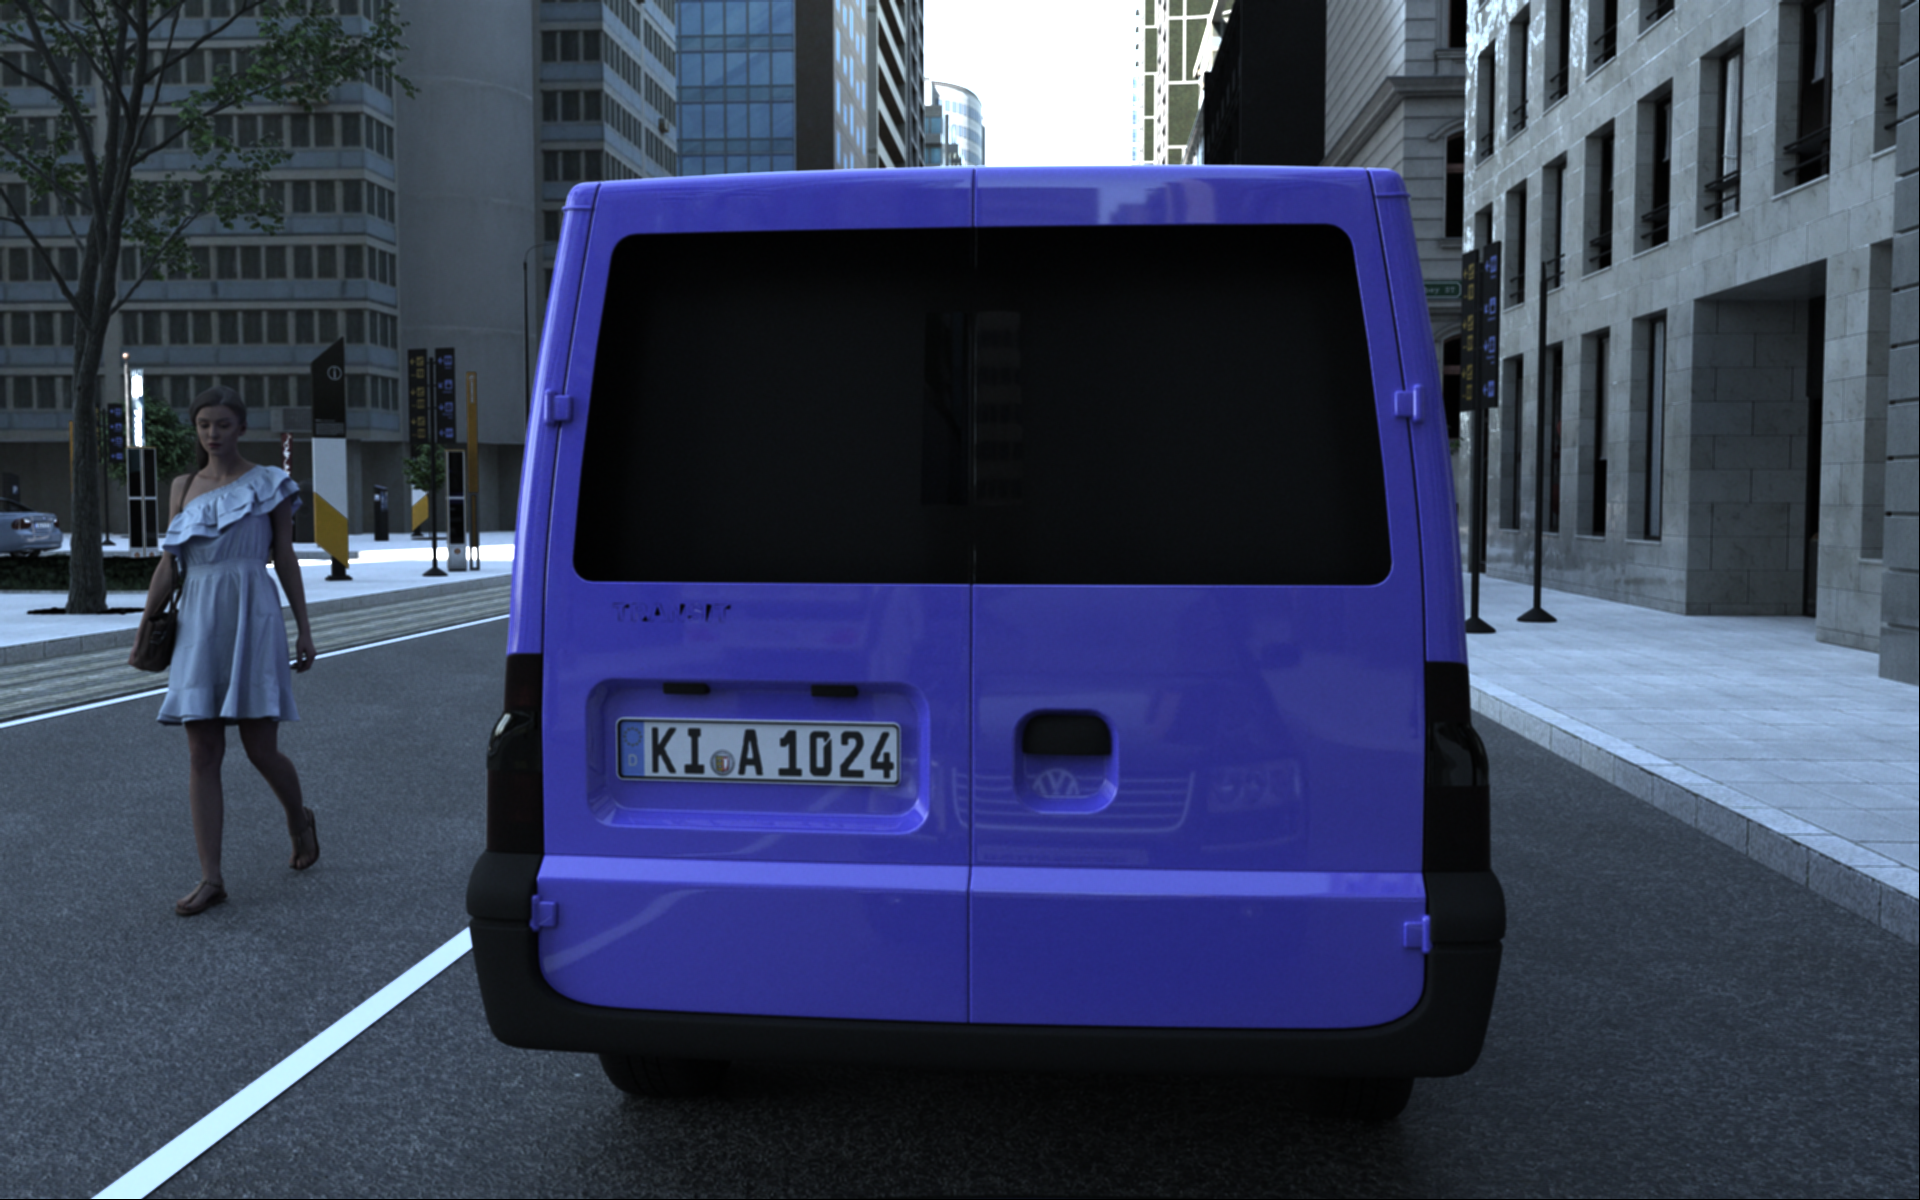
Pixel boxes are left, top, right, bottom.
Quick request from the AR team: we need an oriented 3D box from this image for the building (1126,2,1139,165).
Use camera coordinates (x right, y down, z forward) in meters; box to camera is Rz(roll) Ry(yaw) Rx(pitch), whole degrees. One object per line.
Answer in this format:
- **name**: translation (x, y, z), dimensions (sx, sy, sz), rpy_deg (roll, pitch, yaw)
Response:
- **building**: translation (33.417, -57.638, 255.046), dimensions (22.319, 86.520, 31.000), rpy_deg (0, 4, 4)

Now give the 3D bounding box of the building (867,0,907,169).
- **building**: translation (-15.445, -30.697, 125.599), dimensions (21.300, 48.544, 21.600), rpy_deg (0, 4, 4)

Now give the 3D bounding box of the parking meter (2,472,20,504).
- **parking meter**: translation (-25.539, -2.504, 46.647), dimensions (0.255, 1.863, 0.399), rpy_deg (1, 4, 8)

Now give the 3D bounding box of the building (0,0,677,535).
- **building**: translation (-24.063, -22.805, 64.743), dimensions (32.217, 40.220, 23.993), rpy_deg (0, 4, 4)

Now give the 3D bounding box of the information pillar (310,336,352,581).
- **information pillar**: translation (-9.312, -2.096, 25.621), dimensions (0.504, 3.616, 0.183), rpy_deg (-3, 4, -38)

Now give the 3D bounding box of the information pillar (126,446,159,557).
- **information pillar**: translation (-12.674, -1.368, 26.865), dimensions (0.304, 2.012, 0.304), rpy_deg (1, 4, 17)

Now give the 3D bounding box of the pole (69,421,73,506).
- **pole**: translation (-24.705, -3.330, 48.297), dimensions (0.158, 3.312, 0.155), rpy_deg (0, 3, 0)

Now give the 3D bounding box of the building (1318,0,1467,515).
- **building**: translation (21.616, -15.760, 45.064), dimensions (23.554, 28.519, 14.401), rpy_deg (0, 4, 4)

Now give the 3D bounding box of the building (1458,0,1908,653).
- **building**: translation (12.992, -10.090, 19.729), dimensions (10.420, 20.320, 16.860), rpy_deg (0, 4, 4)

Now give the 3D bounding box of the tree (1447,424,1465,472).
- **tree**: translation (6.402, -1.855, 24.925), dimensions (1.663, 3.219, 1.824), rpy_deg (0, 3, 0)

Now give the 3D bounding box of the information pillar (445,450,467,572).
- **information pillar**: translation (-8.367, -1.484, 28.752), dimensions (0.304, 2.012, 0.304), rpy_deg (-1, 4, -20)

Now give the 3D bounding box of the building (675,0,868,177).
- **building**: translation (-12.598, -27.014, 91.790), dimensions (14.600, 45.320, 14.200), rpy_deg (0, 4, 4)

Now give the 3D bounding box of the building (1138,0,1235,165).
- **building**: translation (30.458, -47.519, 215.179), dimensions (20.563, 71.187, 20.611), rpy_deg (0, 4, 4)

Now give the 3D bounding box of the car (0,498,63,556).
- **car**: translation (-21.181, -1.476, 36.129), dimensions (4.499, 1.417, 2.014), rpy_deg (0, 4, 4)

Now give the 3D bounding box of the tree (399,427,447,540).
- **tree**: translation (-15.049, -3.319, 48.870), dimensions (1.663, 3.219, 1.824), rpy_deg (0, 3, 0)

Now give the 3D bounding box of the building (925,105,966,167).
- **building**: translation (-10.715, -36.471, 215.902), dimensions (23.786, 49.044, 30.456), rpy_deg (0, 4, 4)

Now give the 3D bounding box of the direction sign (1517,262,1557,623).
- **direction sign**: translation (5.820, -1.552, 17.369), dimensions (0.379, 3.537, 0.876), rpy_deg (1, 4, 19)

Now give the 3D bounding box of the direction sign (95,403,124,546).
- **direction sign**: translation (-21.321, -3.133, 43.220), dimensions (0.876, 3.537, 0.379), rpy_deg (-3, 5, -43)

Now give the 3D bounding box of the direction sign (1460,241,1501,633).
- **direction sign**: translation (4.787, -1.469, 16.009), dimensions (0.379, 3.537, 0.876), rpy_deg (0, 4, -4)

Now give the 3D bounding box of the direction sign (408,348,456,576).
- **direction sign**: translation (-8.224, -2.143, 27.028), dimensions (0.876, 3.537, 0.379), rpy_deg (1, 4, 23)

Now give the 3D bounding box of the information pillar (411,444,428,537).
- **information pillar**: translation (-16.356, -3.731, 52.359), dimensions (0.504, 3.616, 0.183), rpy_deg (-2, 4, -30)

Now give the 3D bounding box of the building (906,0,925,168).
- **building**: translation (-11.741, -44.546, 166.578), dimensions (20.563, 71.187, 20.611), rpy_deg (0, 4, 4)

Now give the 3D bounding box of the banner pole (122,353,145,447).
- **banner pole**: translation (-14.588, -2.484, 30.634), dimensions (0.863, 3.779, 0.401), rpy_deg (3, 5, 41)

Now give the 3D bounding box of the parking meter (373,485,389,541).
- **parking meter**: translation (-15.870, -2.389, 47.478), dimensions (0.372, 1.533, 0.369), rpy_deg (0, 3, 0)

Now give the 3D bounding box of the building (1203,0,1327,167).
- **building**: translation (15.666, -14.292, 63.345), dimensions (12.332, 23.373, 15.834), rpy_deg (0, 4, 4)

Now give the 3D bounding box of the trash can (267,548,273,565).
- **trash can**: translation (-12.798, -1.220, 31.597), dimensions (0.748, 1.137, 0.748), rpy_deg (0, 3, 0)

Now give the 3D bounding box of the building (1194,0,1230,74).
- **building**: translation (30.607, -26.767, 129.515), dimensions (32.217, 40.220, 23.993), rpy_deg (0, 4, 4)

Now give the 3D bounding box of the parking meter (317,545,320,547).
- **parking meter**: translation (-15.300, -2.038, 41.730), dimensions (0.372, 1.533, 0.369), rpy_deg (0, 3, 0)

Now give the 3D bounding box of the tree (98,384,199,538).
- **tree**: translation (-24.237, -4.135, 51.317), dimensions (4.285, 4.588, 4.351), rpy_deg (0, 3, 0)

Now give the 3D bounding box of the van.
- **van**: translation (0.263, -0.080, 5.697), dimensions (2.240, 2.365, 5.245), rpy_deg (0, 4, 5)

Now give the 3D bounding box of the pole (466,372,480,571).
- **pole**: translation (-8.170, -2.153, 29.049), dimensions (0.158, 3.312, 0.155), rpy_deg (0, 3, 0)

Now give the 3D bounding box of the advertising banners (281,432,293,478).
- **advertising banners**: translation (-19.728, -3.266, 49.594), dimensions (2.074, 3.025, 0.090), rpy_deg (2, 4, 33)

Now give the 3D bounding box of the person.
- **person**: translation (-2.628, 0.146, 6.200), dimensions (0.616, 1.811, 0.778), rpy_deg (0, 4, 7)

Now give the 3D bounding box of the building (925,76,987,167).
- **building**: translation (-7.451, -43.049, 245.841), dimensions (21.231, 58.520, 28.212), rpy_deg (0, 4, 4)

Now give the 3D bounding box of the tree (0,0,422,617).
- **tree**: translation (-9.242, -5.664, 18.357), dimensions (9.928, 11.665, 9.643), rpy_deg (0, 3, 0)

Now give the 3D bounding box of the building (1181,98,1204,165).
- **building**: translation (15.872, -14.224, 81.711), dimensions (9.793, 20.994, 18.267), rpy_deg (0, 4, 4)

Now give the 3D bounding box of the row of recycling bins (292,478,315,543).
- **row of recycling bins**: translation (-18.276, -2.392, 46.228), dimensions (3.534, 1.692, 1.069), rpy_deg (2, 4, 30)

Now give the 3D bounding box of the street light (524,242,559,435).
- **street light**: translation (-7.334, -3.605, 31.476), dimensions (1.470, 5.913, 1.316), rpy_deg (0, 4, 4)
